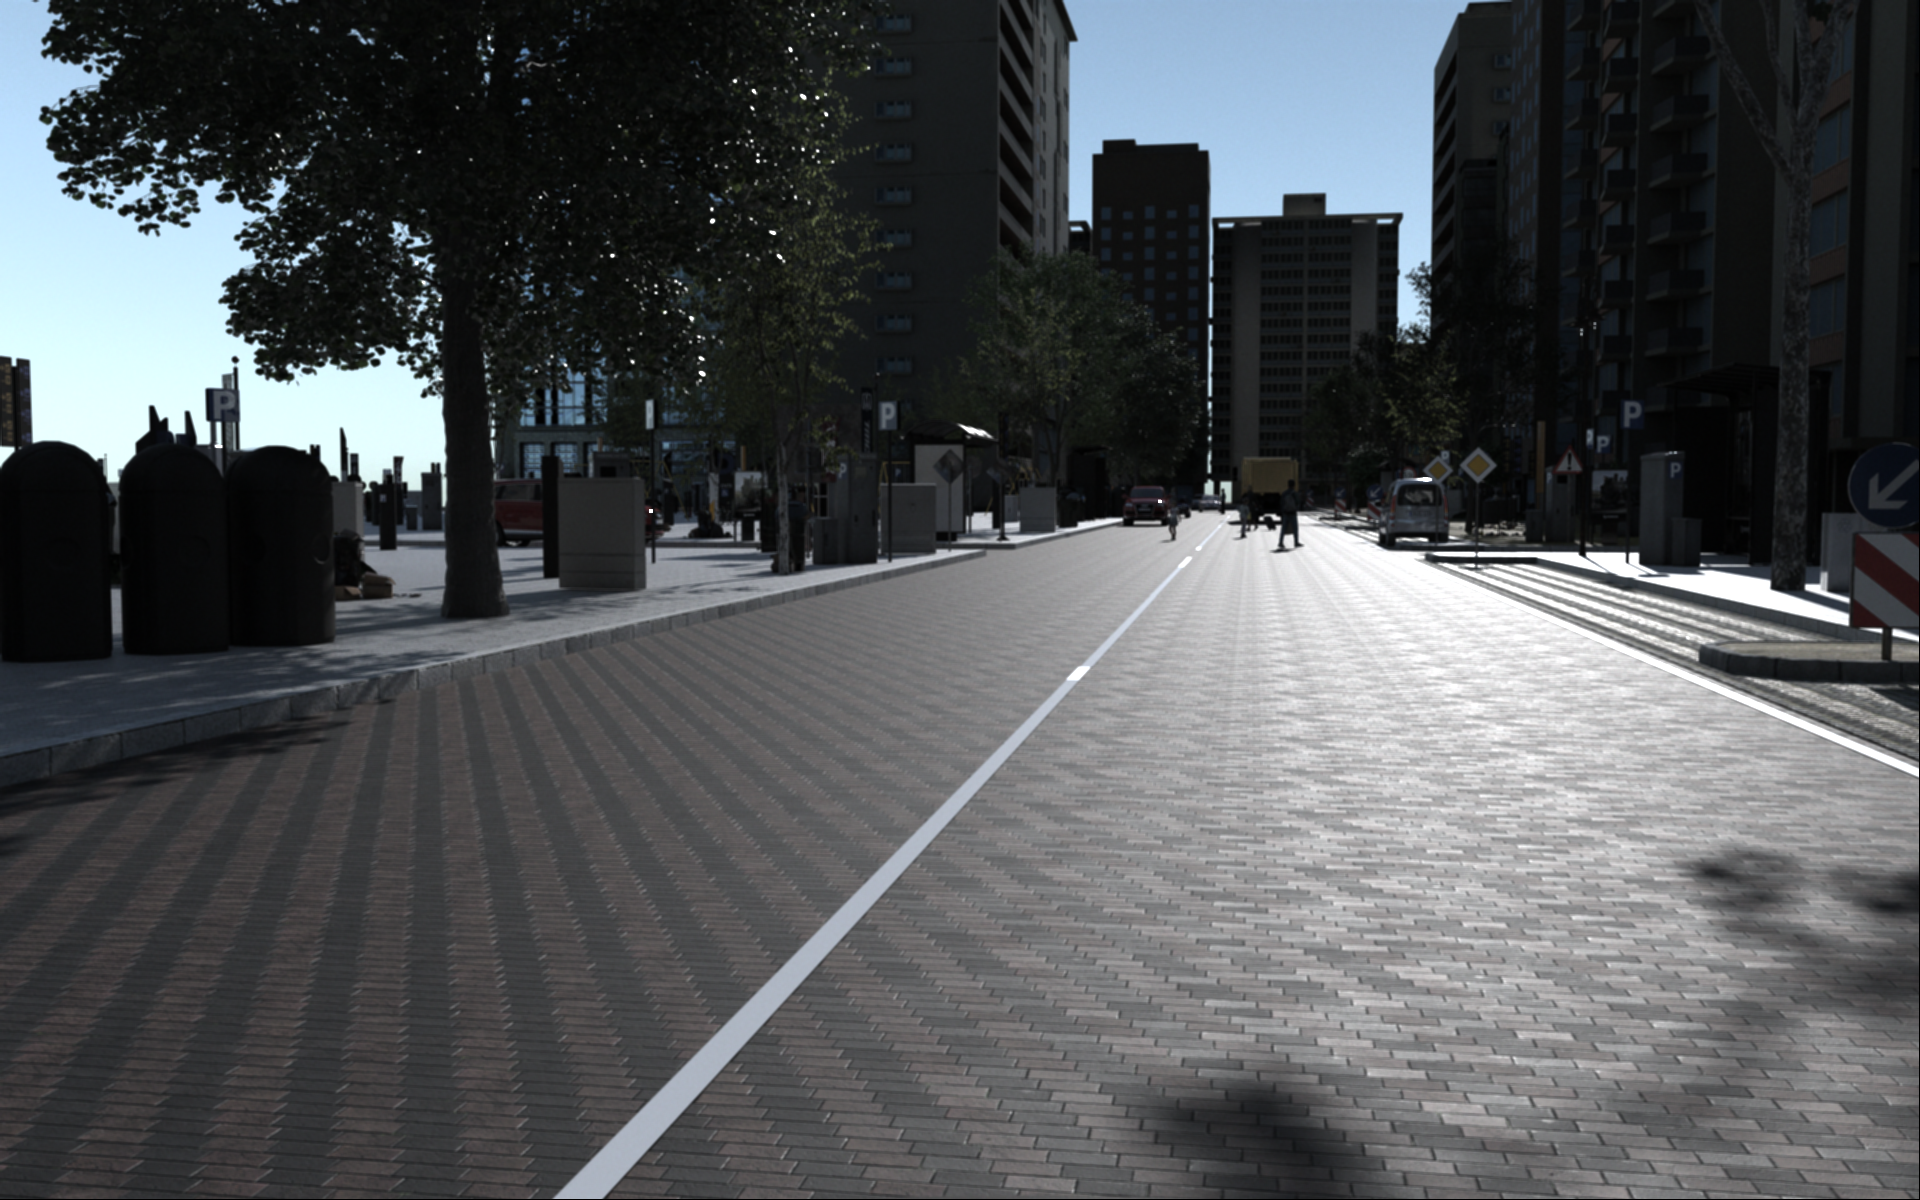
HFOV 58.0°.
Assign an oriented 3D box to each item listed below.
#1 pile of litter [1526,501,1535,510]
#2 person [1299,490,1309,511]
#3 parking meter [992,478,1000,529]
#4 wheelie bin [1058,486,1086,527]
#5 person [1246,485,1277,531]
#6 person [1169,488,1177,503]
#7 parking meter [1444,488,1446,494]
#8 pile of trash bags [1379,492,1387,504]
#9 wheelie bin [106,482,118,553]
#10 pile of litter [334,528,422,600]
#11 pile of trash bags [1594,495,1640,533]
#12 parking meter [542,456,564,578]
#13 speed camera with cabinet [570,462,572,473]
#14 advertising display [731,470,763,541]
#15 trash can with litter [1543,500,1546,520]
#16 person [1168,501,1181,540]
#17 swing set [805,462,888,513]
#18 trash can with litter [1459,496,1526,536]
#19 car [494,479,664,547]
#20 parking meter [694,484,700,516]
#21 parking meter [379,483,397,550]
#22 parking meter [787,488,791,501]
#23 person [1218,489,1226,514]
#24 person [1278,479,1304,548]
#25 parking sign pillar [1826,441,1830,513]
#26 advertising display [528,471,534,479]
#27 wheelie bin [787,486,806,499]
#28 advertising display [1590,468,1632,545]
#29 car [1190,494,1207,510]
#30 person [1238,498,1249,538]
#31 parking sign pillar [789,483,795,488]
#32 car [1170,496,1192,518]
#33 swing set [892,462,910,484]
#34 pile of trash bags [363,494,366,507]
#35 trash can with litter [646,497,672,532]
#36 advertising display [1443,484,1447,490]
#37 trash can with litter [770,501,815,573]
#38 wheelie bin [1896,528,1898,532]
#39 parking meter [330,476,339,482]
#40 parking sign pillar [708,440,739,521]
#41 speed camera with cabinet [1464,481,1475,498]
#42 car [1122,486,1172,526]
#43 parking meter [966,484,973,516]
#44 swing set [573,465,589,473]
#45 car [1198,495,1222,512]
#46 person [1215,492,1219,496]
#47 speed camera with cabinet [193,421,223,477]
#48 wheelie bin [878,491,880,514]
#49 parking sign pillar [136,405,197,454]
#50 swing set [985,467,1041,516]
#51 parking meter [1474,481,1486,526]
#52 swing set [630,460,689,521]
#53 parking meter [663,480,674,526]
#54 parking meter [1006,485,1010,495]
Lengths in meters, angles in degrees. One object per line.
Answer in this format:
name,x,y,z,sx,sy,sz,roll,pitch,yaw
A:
pile of litter,33.936,-5.407,102.370,1.176,0.858,1.719,0,4,0
person,28.338,-8.170,142.610,0.750,1.759,0.617,-1,4,-14
parking meter,1.376,-3.573,64.131,0.255,1.863,0.399,1,4,23
wheelie bin,4.165,-3.602,66.800,0.980,1.594,0.693,2,4,28
person,11.778,-3.638,68.196,1.509,1.804,0.699,-1,4,-19
person,12.402,-5.672,101.417,0.728,1.800,0.709,-2,4,-33
parking meter,18.306,-3.523,66.012,0.372,1.533,0.369,0,3,0
pile of trash bags,23.240,-5.130,93.620,1.912,1.369,3.447,1,4,22
wheelie bin,-15.872,-1.453,31.657,0.980,1.594,0.693,1,4,12
pile of litter,-7.491,-0.450,21.325,1.719,0.858,1.176,-1,4,-17
pile of trash bags,21.846,-2.810,55.698,1.912,1.369,3.447,-3,5,-42
parking meter,-6.240,-1.278,26.599,0.255,1.863,0.399,0,4,2
speed camera with cabinet,-24.287,-6.835,106.082,0.660,3.252,2.038,-3,4,-38
advertising display,-5.798,-2.574,47.294,0.974,1.923,0.123,-3,5,-42
trash can with litter,29.071,-4.564,86.003,0.624,1.170,1.055,-2,4,-29
person,6.697,-2.459,53.719,0.382,1.210,0.505,-3,4,-39
swing set,-4.676,-3.846,60.509,3.119,2.851,2.862,2,4,29
trash can with litter,16.618,-2.567,53.027,2.233,1.210,1.678,2,4,30
car,-10.074,-2.131,43.519,5.304,1.827,2.281,0,4,8
parking meter,-15.701,-5.976,103.413,0.255,1.863,0.399,-1,4,-16
parking meter,-13.162,-1.922,39.833,0.372,1.533,0.369,0,3,0
parking meter,-6.788,-3.748,69.693,0.372,1.533,0.369,0,3,0
person,18.727,-7.035,123.513,0.705,1.826,1.348,2,4,26
person,8.663,-2.268,45.568,0.713,1.824,0.794,-2,4,-25
parking sign pillar,25.636,-3.874,51.814,1.447,3.967,1.447,2,4,35
advertising display,-12.130,-2.680,49.038,0.123,1.923,0.974,-1,4,-16
wheelie bin,-6.355,-3.700,68.395,0.980,1.594,0.693,-1,4,-11
advertising display,16.407,-2.353,43.690,0.974,1.923,0.123,2,4,25
car,21.369,-8.626,153.032,2.014,1.417,4.499,1,4,11
person,9.355,-2.705,57.006,0.425,1.301,0.394,2,4,31
parking sign pillar,-11.482,-8.239,123.186,1.447,3.967,1.447,-2,4,-33
car,13.086,-5.653,105.014,1.945,1.354,3.894,1,4,9
swing set,-2.495,-5.305,84.359,3.119,2.851,2.862,1,4,16
pile of trash bags,-35.773,-5.586,101.089,1.912,1.369,3.447,3,4,38
trash can with litter,-10.338,-2.915,59.054,0.624,1.170,1.055,2,4,25
advertising display,30.603,-6.445,110.588,0.974,1.923,0.123,3,5,41
trash can with litter,-2.778,-1.050,28.560,0.624,1.170,1.055,0,4,6
wheelie bin,25.651,-2.457,48.088,0.693,1.594,0.980,-1,4,-21
parking meter,-20.079,-3.048,55.549,0.255,1.863,0.399,0,4,-3
parking sign pillar,-11.193,-5.709,81.806,1.447,3.967,1.447,-2,4,-28
speed camera with cabinet,32.407,-7.225,112.458,2.038,3.252,0.660,1,4,12
car,8.637,-4.351,79.817,2.281,1.827,5.304,1,4,9
parking meter,0.567,-5.816,100.802,0.399,1.863,0.255,3,5,43
swing set,-18.872,-5.754,91.697,3.119,2.851,2.862,0,4,6
car,20.108,-7.739,138.897,2.083,1.381,4.827,0,4,8
person,28.963,-11.361,195.176,0.541,1.710,0.530,1,4,11
speed camera with cabinet,-14.061,-2.373,33.132,0.660,3.252,2.038,0,4,7
wheelie bin,-4.876,-6.291,110.768,0.980,1.594,0.693,2,4,29
parking sign pillar,-24.556,-3.970,53.388,1.447,3.967,1.447,-1,4,-11
swing set,3.345,-6.385,102.014,2.862,2.851,3.119,-2,4,-30
parking meter,20.793,-3.885,69.231,0.399,1.863,0.255,3,5,44
swing set,-14.594,-5.110,81.170,2.862,2.851,3.119,1,4,20
parking meter,-11.782,-3.936,70.063,0.399,1.863,0.255,2,4,25
parking meter,3.144,-6.618,113.915,0.255,1.863,0.399,0,4,-3
